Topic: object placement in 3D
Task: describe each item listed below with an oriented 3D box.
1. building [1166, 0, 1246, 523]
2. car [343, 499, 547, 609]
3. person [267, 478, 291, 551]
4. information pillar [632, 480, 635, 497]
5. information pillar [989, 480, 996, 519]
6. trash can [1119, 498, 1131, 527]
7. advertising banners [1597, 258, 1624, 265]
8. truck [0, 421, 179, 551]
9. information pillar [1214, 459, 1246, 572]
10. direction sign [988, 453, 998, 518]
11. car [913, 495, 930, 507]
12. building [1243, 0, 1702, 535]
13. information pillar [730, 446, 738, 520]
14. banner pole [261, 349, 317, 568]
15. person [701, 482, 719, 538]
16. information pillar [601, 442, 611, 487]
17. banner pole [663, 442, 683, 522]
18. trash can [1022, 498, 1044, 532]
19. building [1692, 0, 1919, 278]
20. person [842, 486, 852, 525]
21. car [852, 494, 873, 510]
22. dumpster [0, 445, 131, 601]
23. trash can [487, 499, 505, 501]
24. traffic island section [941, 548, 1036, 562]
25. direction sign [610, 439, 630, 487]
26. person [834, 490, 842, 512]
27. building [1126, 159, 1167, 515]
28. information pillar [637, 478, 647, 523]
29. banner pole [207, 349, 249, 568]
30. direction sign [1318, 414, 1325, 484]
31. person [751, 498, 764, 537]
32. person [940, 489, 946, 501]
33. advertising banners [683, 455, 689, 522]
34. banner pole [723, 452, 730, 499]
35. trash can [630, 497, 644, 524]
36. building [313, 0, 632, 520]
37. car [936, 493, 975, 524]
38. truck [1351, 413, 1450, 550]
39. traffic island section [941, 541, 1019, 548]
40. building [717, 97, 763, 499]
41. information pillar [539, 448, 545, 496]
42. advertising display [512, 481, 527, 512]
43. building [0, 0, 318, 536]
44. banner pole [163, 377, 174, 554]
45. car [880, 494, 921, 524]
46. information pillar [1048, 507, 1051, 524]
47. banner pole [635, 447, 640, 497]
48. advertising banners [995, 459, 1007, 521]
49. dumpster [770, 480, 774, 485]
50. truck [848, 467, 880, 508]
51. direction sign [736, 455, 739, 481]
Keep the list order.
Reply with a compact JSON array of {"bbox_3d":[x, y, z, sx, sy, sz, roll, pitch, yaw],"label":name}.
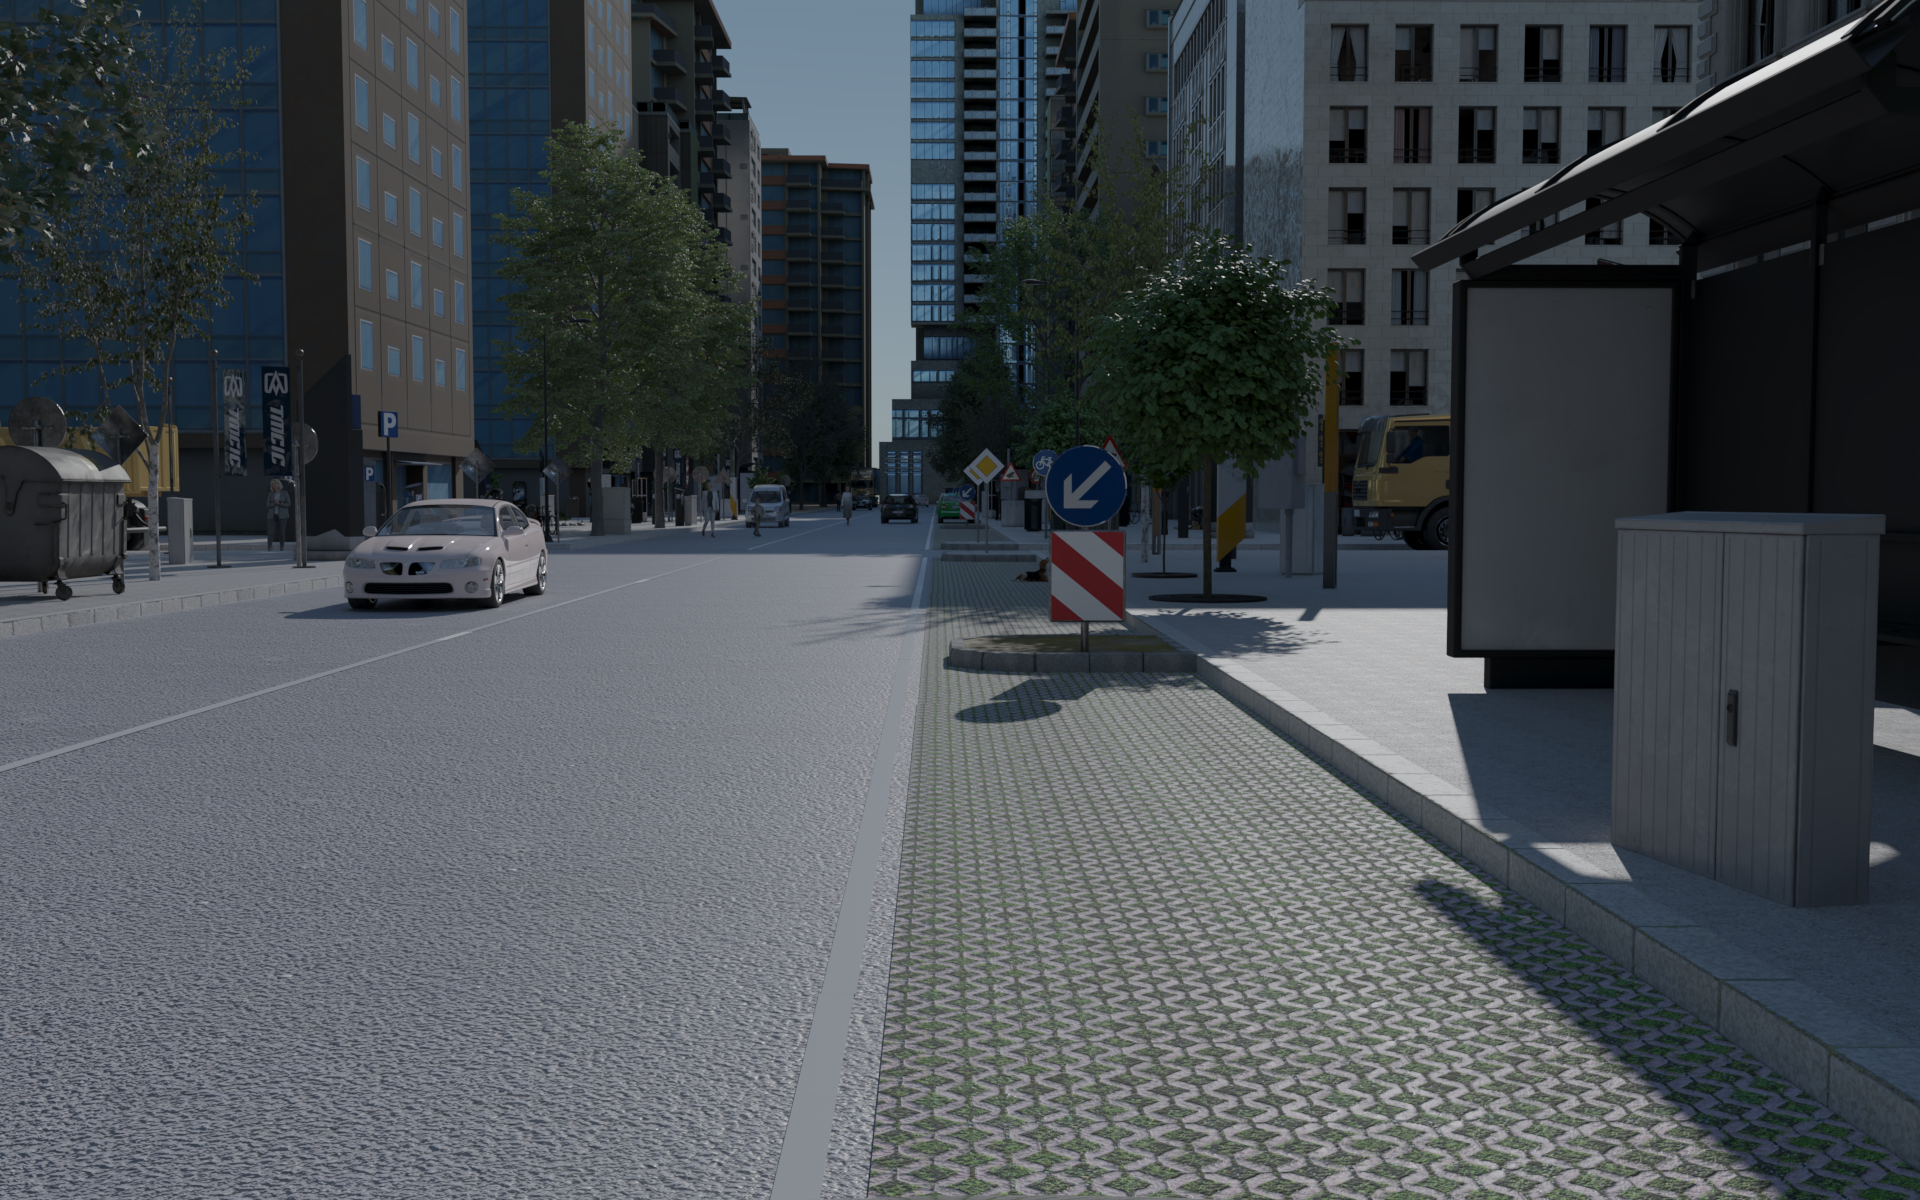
[{"bbox_3d":[16.402,-15.797,76.297,12.078,24.808,19.932,0,4,-1],"label":"building"},{"bbox_3d":[-6.782,-0.664,23.223,2.083,1.381,4.827,0,4,-2],"label":"car"},{"bbox_3d":[-16.158,-1.980,41.055,0.537,1.800,0.526,0,4,-5],"label":"person"},{"bbox_3d":[-16.705,-5.176,89.115,0.304,2.012,0.304,-1,4,-12],"label":"information pillar"},{"bbox_3d":[1.688,-5.225,89.927,0.304,2.012,0.304,-2,4,-31],"label":"information pillar"},{"bbox_3d":[6.362,-3.452,68.101,0.748,1.137,0.748,0,3,0],"label":"trash can"},{"bbox_3d":[4.383,-0.999,12.515,0.090,3.025,2.074,3,5,41],"label":"advertising banners"},{"bbox_3d":[-24.002,-2.770,41.217,9.791,3.379,3.469,0,4,-1],"label":"truck"},{"bbox_3d":[4.448,-2.267,28.428,0.504,3.616,0.183,-1,4,-8],"label":"information pillar"},{"bbox_3d":[1.630,-6.266,94.449,0.876,3.537,0.379,0,4,4],"label":"direction sign"},{"bbox_3d":[-4.380,-10.894,190.474,2.083,1.381,4.827,0,4,-1],"label":"car"},{"bbox_3d":[18.934,-12.484,58.860,16.860,20.320,10.420,0,4,-1],"label":"building"},{"bbox_3d":[-11.165,-5.751,85.376,0.183,3.616,0.504,-3,4,-38],"label":"information pillar"},{"bbox_3d":[-11.603,-2.439,29.897,0.863,3.779,0.401,-2,4,-28],"label":"banner pole"},{"bbox_3d":[-8.292,-2.991,57.283,0.514,1.842,0.818,-2,4,-30],"label":"person"},{"bbox_3d":[-15.020,-5.011,73.279,0.504,3.616,0.183,-2,4,-35],"label":"information pillar"},{"bbox_3d":[-13.529,-5.649,82.371,0.863,3.779,0.401,2,4,28],"label":"banner pole"},{"bbox_3d":[2.497,-2.906,59.174,0.748,1.137,0.748,0,3,0],"label":"trash can"},{"bbox_3d":[17.082,-11.632,19.055,11.050,23.489,19.941,0,4,-1],"label":"building"},{"bbox_3d":[-5.194,-4.353,79.903,0.478,1.798,0.641,1,4,9],"label":"person"},{"bbox_3d":[-8.645,-8.748,152.821,2.009,1.686,4.222,0,4,-1],"label":"car"},{"bbox_3d":[-11.288,-0.960,21.453,1.264,1.857,1.865,0,4,-1],"label":"dumpster"},{"bbox_3d":[-13.833,-2.420,51.227,0.748,1.137,0.748,0,3,0],"label":"trash can"},{"bbox_3d":[0.602,-0.946,37.752,2.009,0.180,2.903,0,4,-1],"label":"traffic island section"},{"bbox_3d":[-13.959,-4.845,71.212,0.876,3.537,0.379,-3,5,-40],"label":"direction sign"},{"bbox_3d":[-9.872,-8.100,141.640,1.217,1.736,0.721,3,5,41],"label":"person"},{"bbox_3d":[17.374,-17.401,103.592,14.460,24.649,34.723,0,4,-1],"label":"building"},{"bbox_3d":[-14.347,-4.510,78.235,0.304,2.012,0.304,3,5,43],"label":"information pillar"},{"bbox_3d":[-12.810,-2.464,30.296,0.401,3.779,0.863,2,4,29],"label":"banner pole"},{"bbox_3d":[10.390,-3.519,49.528,0.379,3.537,0.876,2,4,32],"label":"direction sign"},{"bbox_3d":[-6.812,-2.792,58.427,0.475,1.303,0.640,-3,4,-38],"label":"person"},{"bbox_3d":[-1.041,-6.436,113.949,0.478,1.798,0.641,2,4,32],"label":"person"},{"bbox_3d":[-12.575,-5.055,78.830,0.090,3.025,2.074,-1,4,-21],"label":"advertising banners"},{"bbox_3d":[-14.075,-6.996,104.407,0.401,3.779,0.863,2,4,35],"label":"banner pole"},{"bbox_3d":[-14.154,-3.914,75.645,0.748,1.137,0.748,0,3,0],"label":"trash can"},{"bbox_3d":[-26.953,-27.476,99.342,14.600,45.320,14.200,0,4,-1],"label":"building"},{"bbox_3d":[-0.202,-4.662,85.016,1.959,1.807,4.718,0,4,-2],"label":"car"},{"bbox_3d":[13.747,-2.831,42.214,9.791,3.379,3.469,0,3,0],"label":"truck"},{"bbox_3d":[0.500,-1.435,45.737,2.009,0.180,2.903,0,4,-1],"label":"traffic island section"},{"bbox_3d":[-27.961,-30.399,180.625,14.086,41.232,14.154,0,4,-1],"label":"building"},{"bbox_3d":[-21.012,-5.855,87.083,0.183,3.616,0.504,-2,4,-32],"label":"information pillar"},{"bbox_3d":[-22.070,-4.989,86.791,0.974,1.923,0.123,3,4,38],"label":"advertising display"},{"bbox_3d":[-25.638,-24.996,58.792,14.600,45.320,14.200,0,4,-1],"label":"building"},{"bbox_3d":[-16.810,-2.869,36.921,0.401,3.779,0.863,-2,4,-25],"label":"banner pole"},{"bbox_3d":[-2.971,-4.634,85.555,2.009,1.686,4.222,0,4,1],"label":"car"},{"bbox_3d":[4.012,-5.055,73.996,0.183,3.616,0.504,3,5,42],"label":"information pillar"},{"bbox_3d":[-15.085,-5.566,81.022,0.401,3.779,0.863,-2,4,-29],"label":"banner pole"},{"bbox_3d":[2.020,-5.406,84.575,0.090,3.025,2.074,1,4,16],"label":"advertising banners"},{"bbox_3d":[-13.465,-7.179,119.867,1.502,2.255,1.985,0,4,-1],"label":"dumpster"},{"bbox_3d":[-10.108,-11.946,184.226,2.839,4.237,11.283,0,4,1],"label":"truck"},{"bbox_3d":[-13.171,-6.684,101.280,0.379,3.537,0.876,2,4,26],"label":"direction sign"}]
